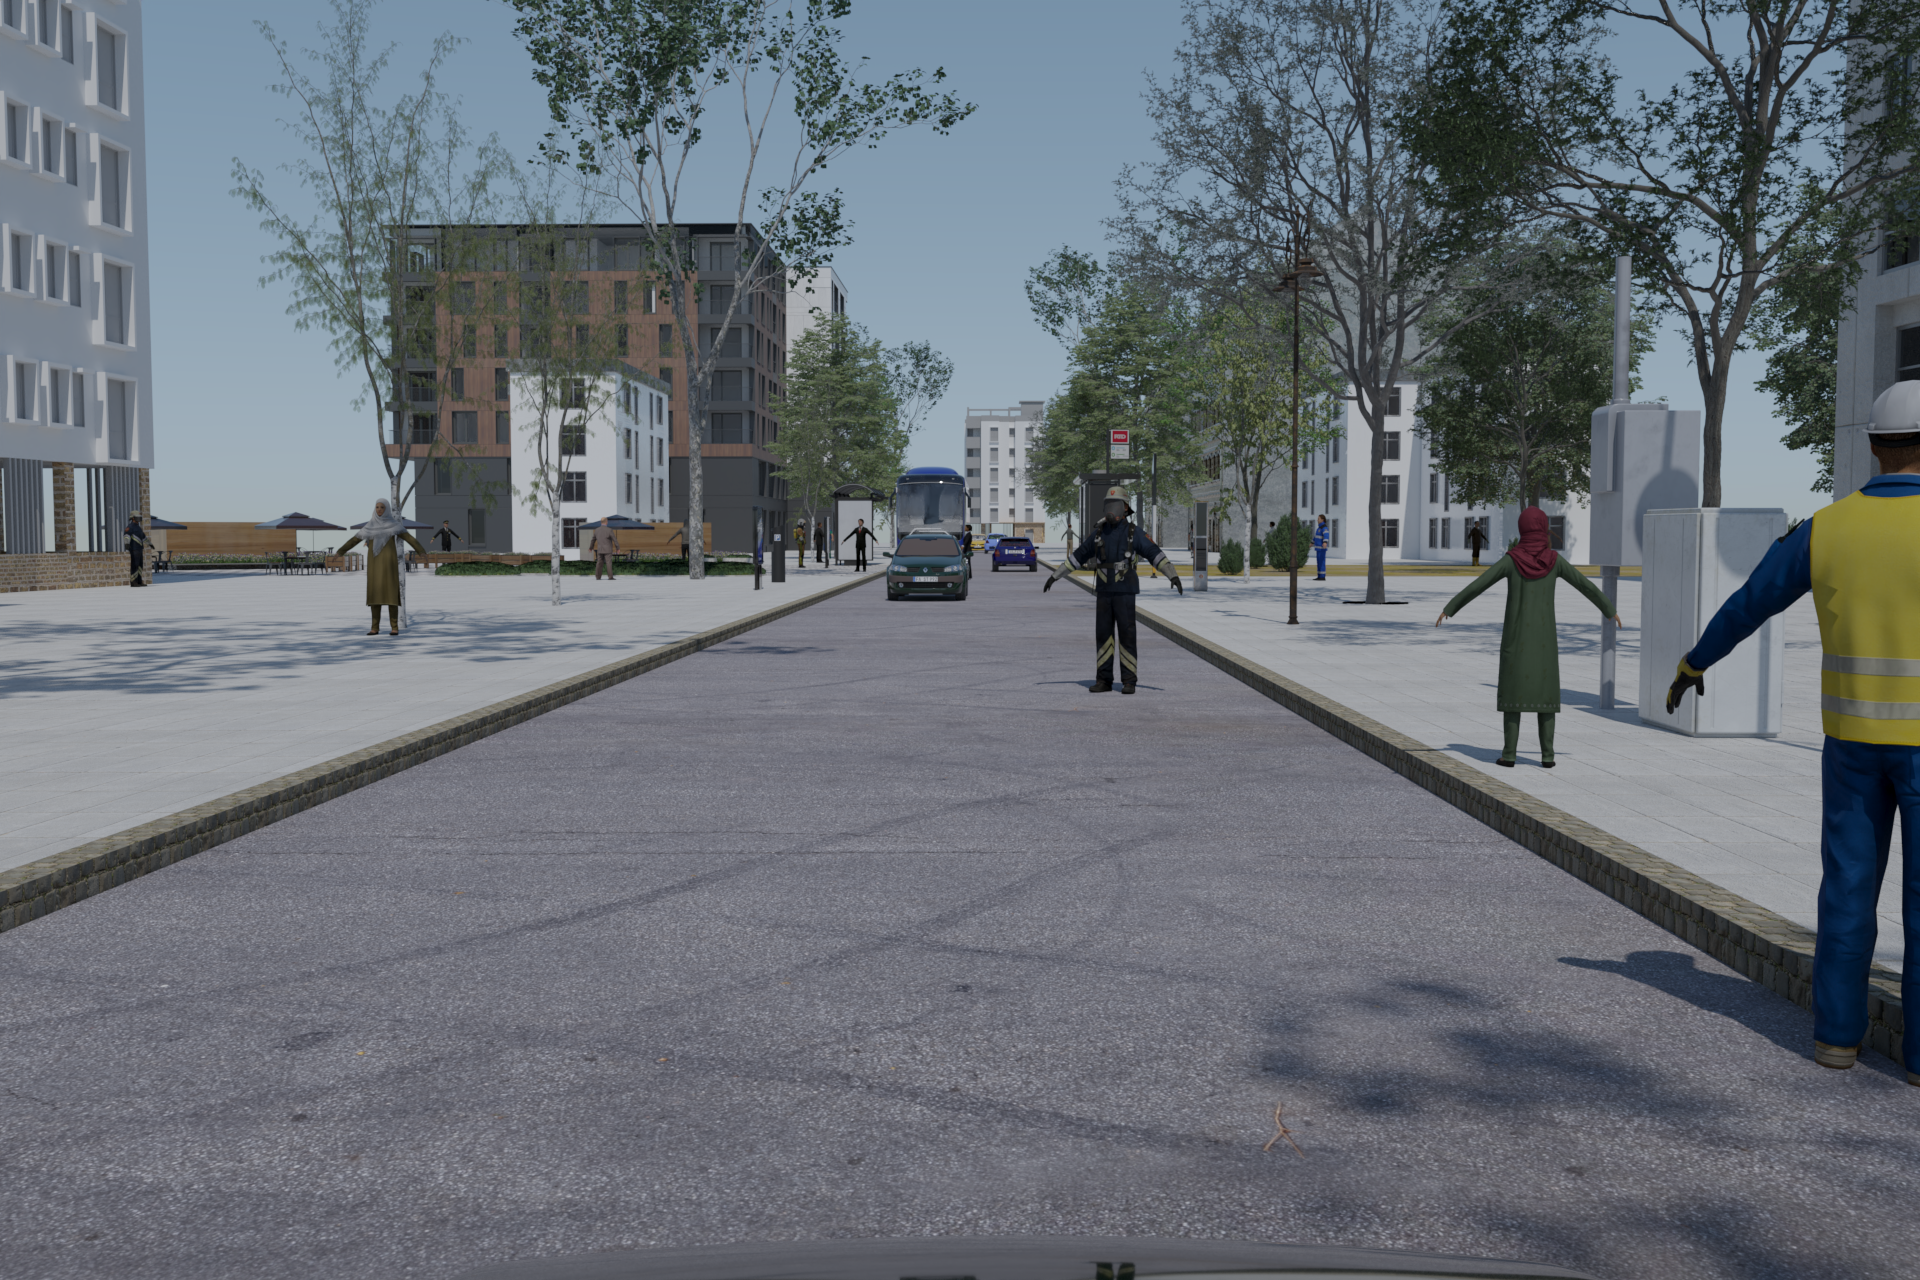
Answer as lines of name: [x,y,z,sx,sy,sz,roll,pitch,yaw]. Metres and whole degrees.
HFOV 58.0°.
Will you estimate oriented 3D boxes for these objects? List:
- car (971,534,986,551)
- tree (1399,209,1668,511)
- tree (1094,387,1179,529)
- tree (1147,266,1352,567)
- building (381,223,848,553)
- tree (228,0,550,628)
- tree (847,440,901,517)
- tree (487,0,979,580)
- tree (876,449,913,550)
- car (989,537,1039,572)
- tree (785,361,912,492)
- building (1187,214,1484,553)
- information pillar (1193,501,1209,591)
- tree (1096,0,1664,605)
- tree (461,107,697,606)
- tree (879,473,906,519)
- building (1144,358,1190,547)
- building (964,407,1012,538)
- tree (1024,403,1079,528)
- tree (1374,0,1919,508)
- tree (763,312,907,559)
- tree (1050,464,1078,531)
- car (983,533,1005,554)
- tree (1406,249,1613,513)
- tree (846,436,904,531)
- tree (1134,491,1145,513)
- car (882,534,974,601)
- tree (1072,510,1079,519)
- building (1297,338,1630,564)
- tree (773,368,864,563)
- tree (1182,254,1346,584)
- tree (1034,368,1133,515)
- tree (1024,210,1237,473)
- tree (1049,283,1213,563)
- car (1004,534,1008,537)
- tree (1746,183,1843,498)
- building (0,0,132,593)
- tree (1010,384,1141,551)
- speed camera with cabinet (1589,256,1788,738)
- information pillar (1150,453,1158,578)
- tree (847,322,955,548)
car: [1.380,-7.618,134.774,2.015,1.641,3.980,0,4,1]
tree: [22.478,-9.863,67.911,9.857,13.997,8.962,0,3,0]
tree: [8.469,-8.392,87.569,4.360,8.622,3.978,0,3,0]
tree: [11.336,-8.654,67.249,9.928,11.665,9.643,0,3,0]
building: [-23.795,-17.527,130.542,27.936,21.610,32.646,0,4,1]
tree: [-7.713,-4.482,23.643,4.360,8.622,3.978,0,3,0]
tree: [-6.009,-10.162,116.510,4.737,8.622,4.395,0,3,0]
tree: [-6.375,-11.715,47.437,12.611,20.169,13.585,0,3,0]
tree: [-5.519,-11.617,140.299,4.737,8.622,4.395,0,3,0]
car: [2.090,-3.309,66.684,1.945,1.354,3.894,0,4,1]
tree: [-6.664,-10.988,105.409,9.928,11.665,9.643,0,3,0]
building: [27.024,-18.029,125.700,19.493,23.208,18.063,0,4,1]
information pillar: [5.386,-2.097,38.780,0.304,2.012,0.304,0,4,1]
tree: [7.589,-7.407,31.469,12.009,13.543,11.850,0,3,0]
tree: [-7.421,-4.914,30.707,4.360,8.622,3.978,0,3,0]
tree: [-7.919,-18.962,244.448,7.601,10.594,8.767,0,4,3]
building: [28.814,-21.025,174.693,19.493,23.208,18.063,0,4,1]
building: [0.960,-23.868,249.116,11.380,20.090,16.016,0,4,-1]
tree: [8.925,-14.045,147.767,7.486,12.596,7.792,0,3,0]
tree: [7.616,-5.106,17.898,7.601,10.594,8.767,-2,4,-30]
tree: [-6.661,-10.458,89.120,7.486,12.596,7.792,0,3,0]
tree: [9.731,-12.548,155.529,4.360,8.622,3.978,0,3,0]
car: [2.624,-7.141,126.354,1.945,1.707,3.694,0,4,0]
tree: [17.966,-7.423,55.785,7.601,10.594,8.767,1,4,9]
tree: [-6.253,-10.636,124.259,4.737,8.622,4.395,0,3,0]
tree: [29.344,-20.514,245.769,12.009,13.543,11.850,0,3,0]
car: [-0.688,-1.761,38.578,2.009,1.686,4.222,0,4,1]
tree: [19.394,-19.182,248.039,7.601,10.594,8.767,0,4,7]
building: [24.130,-8.929,88.137,9.099,9.664,28.070,0,4,1]
tree: [-6.734,-7.768,77.374,4.360,8.622,3.978,0,3,0]
tree: [7.593,-5.774,44.762,4.737,8.622,4.395,0,3,0]
tree: [8.611,-12.202,117.633,7.486,12.596,7.792,0,3,0]
tree: [10.516,-14.970,100.651,12.611,20.169,13.585,0,3,0]
tree: [7.729,-9.771,77.888,7.486,12.596,7.792,0,3,0]
car: [3.637,-9.005,157.025,2.009,1.686,4.222,0,4,0]
tree: [28.876,-8.935,52.738,9.857,13.997,8.962,0,3,0]
building: [-25.762,-10.658,30.683,16.016,20.090,11.380,0,4,2]
tree: [9.386,-13.644,133.449,12.009,13.543,11.850,0,3,0]
speed camera with cabinet: [4.911,-1.066,11.773,0.660,3.252,2.038,0,4,1]
information pillar: [5.629,-3.602,50.247,0.183,3.616,0.504,0,4,1]
tree: [-7.292,-18.335,155.669,12.611,20.169,13.585,0,3,0]
